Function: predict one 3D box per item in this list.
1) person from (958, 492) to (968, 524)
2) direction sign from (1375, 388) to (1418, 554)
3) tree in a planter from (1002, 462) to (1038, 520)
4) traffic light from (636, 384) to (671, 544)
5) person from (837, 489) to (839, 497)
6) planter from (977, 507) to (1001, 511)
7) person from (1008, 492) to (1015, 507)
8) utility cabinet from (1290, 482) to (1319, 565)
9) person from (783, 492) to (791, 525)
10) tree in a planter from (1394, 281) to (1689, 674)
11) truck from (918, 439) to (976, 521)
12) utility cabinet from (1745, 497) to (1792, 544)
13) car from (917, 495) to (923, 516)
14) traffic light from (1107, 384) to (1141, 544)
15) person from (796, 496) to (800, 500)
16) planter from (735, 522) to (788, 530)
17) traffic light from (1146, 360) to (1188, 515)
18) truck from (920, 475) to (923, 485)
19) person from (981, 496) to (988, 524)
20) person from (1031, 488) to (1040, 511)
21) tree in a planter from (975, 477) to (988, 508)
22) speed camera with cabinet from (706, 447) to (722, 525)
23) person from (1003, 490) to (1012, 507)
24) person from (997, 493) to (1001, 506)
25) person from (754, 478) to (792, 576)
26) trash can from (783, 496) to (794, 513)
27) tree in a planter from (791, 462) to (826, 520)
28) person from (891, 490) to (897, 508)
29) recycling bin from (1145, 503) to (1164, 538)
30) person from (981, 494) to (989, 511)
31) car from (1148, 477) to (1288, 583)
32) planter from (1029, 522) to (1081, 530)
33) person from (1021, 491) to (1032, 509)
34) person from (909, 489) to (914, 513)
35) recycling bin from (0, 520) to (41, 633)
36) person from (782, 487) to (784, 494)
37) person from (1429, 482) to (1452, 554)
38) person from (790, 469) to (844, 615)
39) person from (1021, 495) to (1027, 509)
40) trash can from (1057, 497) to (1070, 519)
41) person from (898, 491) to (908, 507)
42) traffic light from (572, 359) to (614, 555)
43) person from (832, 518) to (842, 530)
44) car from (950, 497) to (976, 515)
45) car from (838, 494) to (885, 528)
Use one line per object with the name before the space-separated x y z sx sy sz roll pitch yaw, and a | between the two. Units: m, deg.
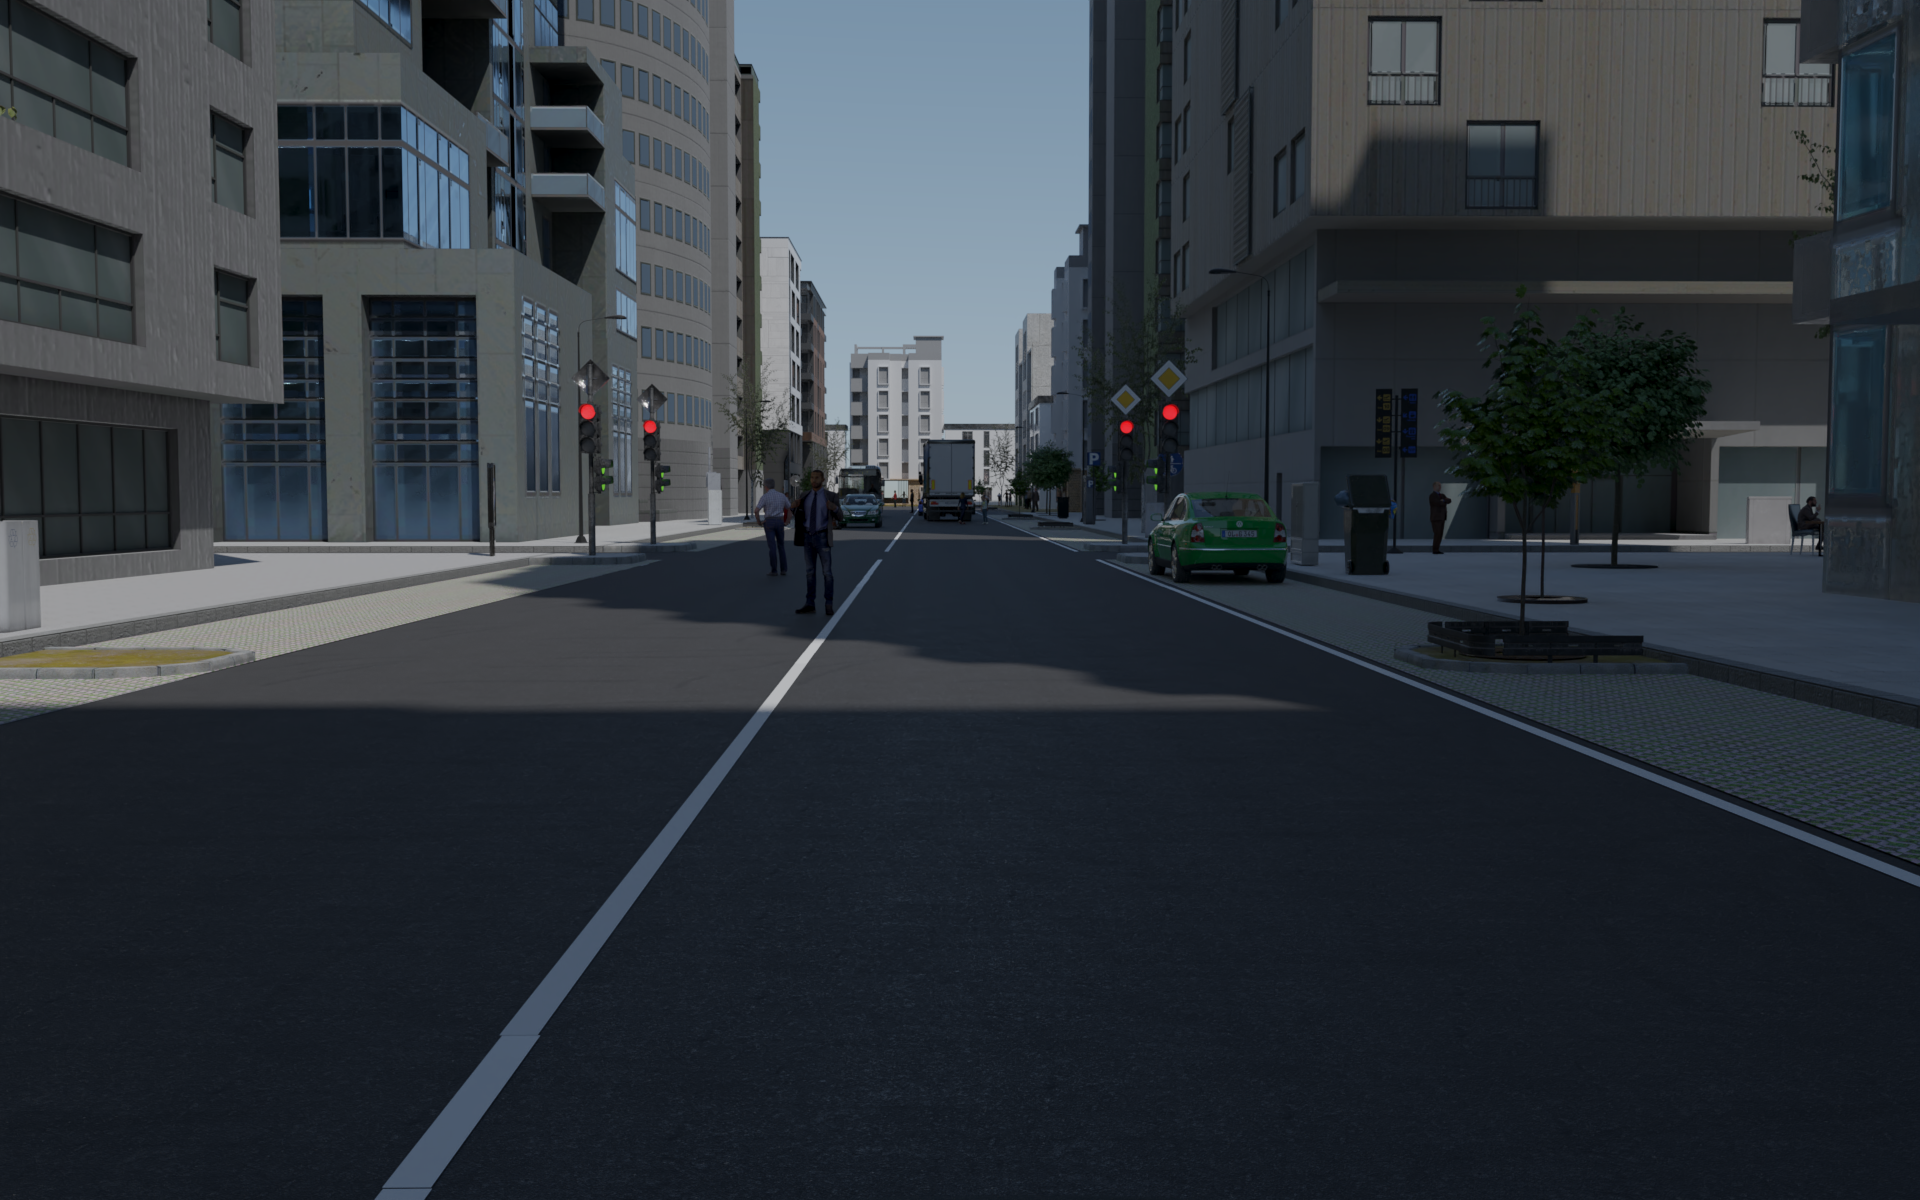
person | 0.127 -4.337 81.951 0.480 1.512 0.613 0 4 8
direction sign | 9.374 -2.769 37.270 0.876 3.537 0.379 1 4 14
tree in a planter | 3.331 -6.078 96.597 1.991 3.239 1.994 0 4 -1
traffic light | -7.813 -3.375 44.095 0.839 4.253 0.868 0 4 -1
person | -12.674 -10.737 181.618 0.705 1.821 1.348 -2 4 -24
planter | 2.463 -7.668 146.514 1.991 0.319 1.994 0 4 -1
person | 5.007 -10.225 173.925 1.217 1.736 0.721 3 5 40
utility cabinet | 6.227 -1.387 31.358 0.318 1.500 1.173 0 4 1
person | -7.952 -4.199 79.627 0.387 1.526 0.523 -1 4 -15
tree in a planter | 4.764 -1.061 14.570 1.991 3.239 1.994 0 4 -1
truck | -0.723 -6.457 94.490 2.839 4.237 11.283 0 4 -3
utility cabinet | 20.723 -2.033 44.394 1.020 1.237 0.306 1 4 14
car | -1.893 -6.464 115.276 1.945 1.707 3.694 0 4 1
traffic light | 4.206 -3.388 44.320 0.839 4.253 0.868 0 4 -1
person | -12.011 -7.490 131.721 0.991 1.433 0.599 0 4 -2
planter | -7.971 -2.973 69.747 1.991 0.319 1.994 0 4 -1
traffic light | 4.345 -2.900 36.336 0.839 4.253 0.868 0 4 -1
truck | -1.213 -8.195 129.912 3.469 3.379 9.791 0 4 -3
person | 1.177 -4.295 82.636 0.435 1.345 0.340 1 4 21
person | 5.626 -7.555 130.118 0.990 1.755 0.434 -3 5 -44
tree in a planter | 1.989 -10.819 174.119 1.991 3.239 1.994 0 4 -1
speed camera with cabinet | -10.221 -4.757 72.113 0.660 3.252 2.038 -1 4 -9
person | 4.641 -9.970 169.882 1.217 1.723 0.721 -3 5 -42
person | 4.263 -10.858 186.755 0.628 1.438 0.799 -2 4 -30
person | -3.307 -1.288 30.491 0.756 1.711 0.436 -2 4 -25
trash can | -10.939 -6.029 110.223 0.748 1.137 0.748 0 3 0
tree in a planter | -8.459 -6.128 97.420 1.991 3.239 1.994 0 4 -1
person | -6.758 -10.452 179.323 0.705 1.831 1.348 1 4 20
recycling bin | 5.838 -2.356 51.069 0.722 1.027 0.722 1 4 9
person | 2.066 -7.868 140.331 0.628 1.438 0.799 0 4 5
car | 4.267 -1.243 29.120 1.959 1.807 4.718 0 4 -2
planter | 3.801 -2.973 69.747 1.991 0.319 1.994 0 4 -1
person | 5.748 -8.442 144.077 1.348 1.823 0.705 2 4 30
person | -3.680 -7.538 131.766 0.705 1.821 1.348 0 4 4
recycling bin | -9.176 -0.228 16.290 0.722 1.027 0.722 0 4 -3
person | -12.746 -7.283 125.148 0.705 1.821 1.348 1 4 17
person | 10.239 -1.752 36.955 0.482 1.546 0.388 -2 4 -34
person | -1.716 -0.689 20.583 0.655 1.722 0.431 2 4 25
person | 5.784 -8.863 150.933 1.348 1.826 0.705 -3 5 -44
trash can | 5.385 -4.817 90.403 0.748 1.137 0.748 0 3 0
person | -6.163 -11.081 190.396 1.217 1.735 0.721 0 4 -3
traffic light | -7.674 -2.886 36.111 0.839 4.253 0.868 0 4 -1
person | -4.959 -3.221 69.449 0.655 0.850 0.859 3 5 41
car | 0.176 -6.911 122.778 2.009 1.686 4.222 0 4 -2
car | -4.309 -3.865 74.992 2.131 1.459 4.920 0 4 -1
